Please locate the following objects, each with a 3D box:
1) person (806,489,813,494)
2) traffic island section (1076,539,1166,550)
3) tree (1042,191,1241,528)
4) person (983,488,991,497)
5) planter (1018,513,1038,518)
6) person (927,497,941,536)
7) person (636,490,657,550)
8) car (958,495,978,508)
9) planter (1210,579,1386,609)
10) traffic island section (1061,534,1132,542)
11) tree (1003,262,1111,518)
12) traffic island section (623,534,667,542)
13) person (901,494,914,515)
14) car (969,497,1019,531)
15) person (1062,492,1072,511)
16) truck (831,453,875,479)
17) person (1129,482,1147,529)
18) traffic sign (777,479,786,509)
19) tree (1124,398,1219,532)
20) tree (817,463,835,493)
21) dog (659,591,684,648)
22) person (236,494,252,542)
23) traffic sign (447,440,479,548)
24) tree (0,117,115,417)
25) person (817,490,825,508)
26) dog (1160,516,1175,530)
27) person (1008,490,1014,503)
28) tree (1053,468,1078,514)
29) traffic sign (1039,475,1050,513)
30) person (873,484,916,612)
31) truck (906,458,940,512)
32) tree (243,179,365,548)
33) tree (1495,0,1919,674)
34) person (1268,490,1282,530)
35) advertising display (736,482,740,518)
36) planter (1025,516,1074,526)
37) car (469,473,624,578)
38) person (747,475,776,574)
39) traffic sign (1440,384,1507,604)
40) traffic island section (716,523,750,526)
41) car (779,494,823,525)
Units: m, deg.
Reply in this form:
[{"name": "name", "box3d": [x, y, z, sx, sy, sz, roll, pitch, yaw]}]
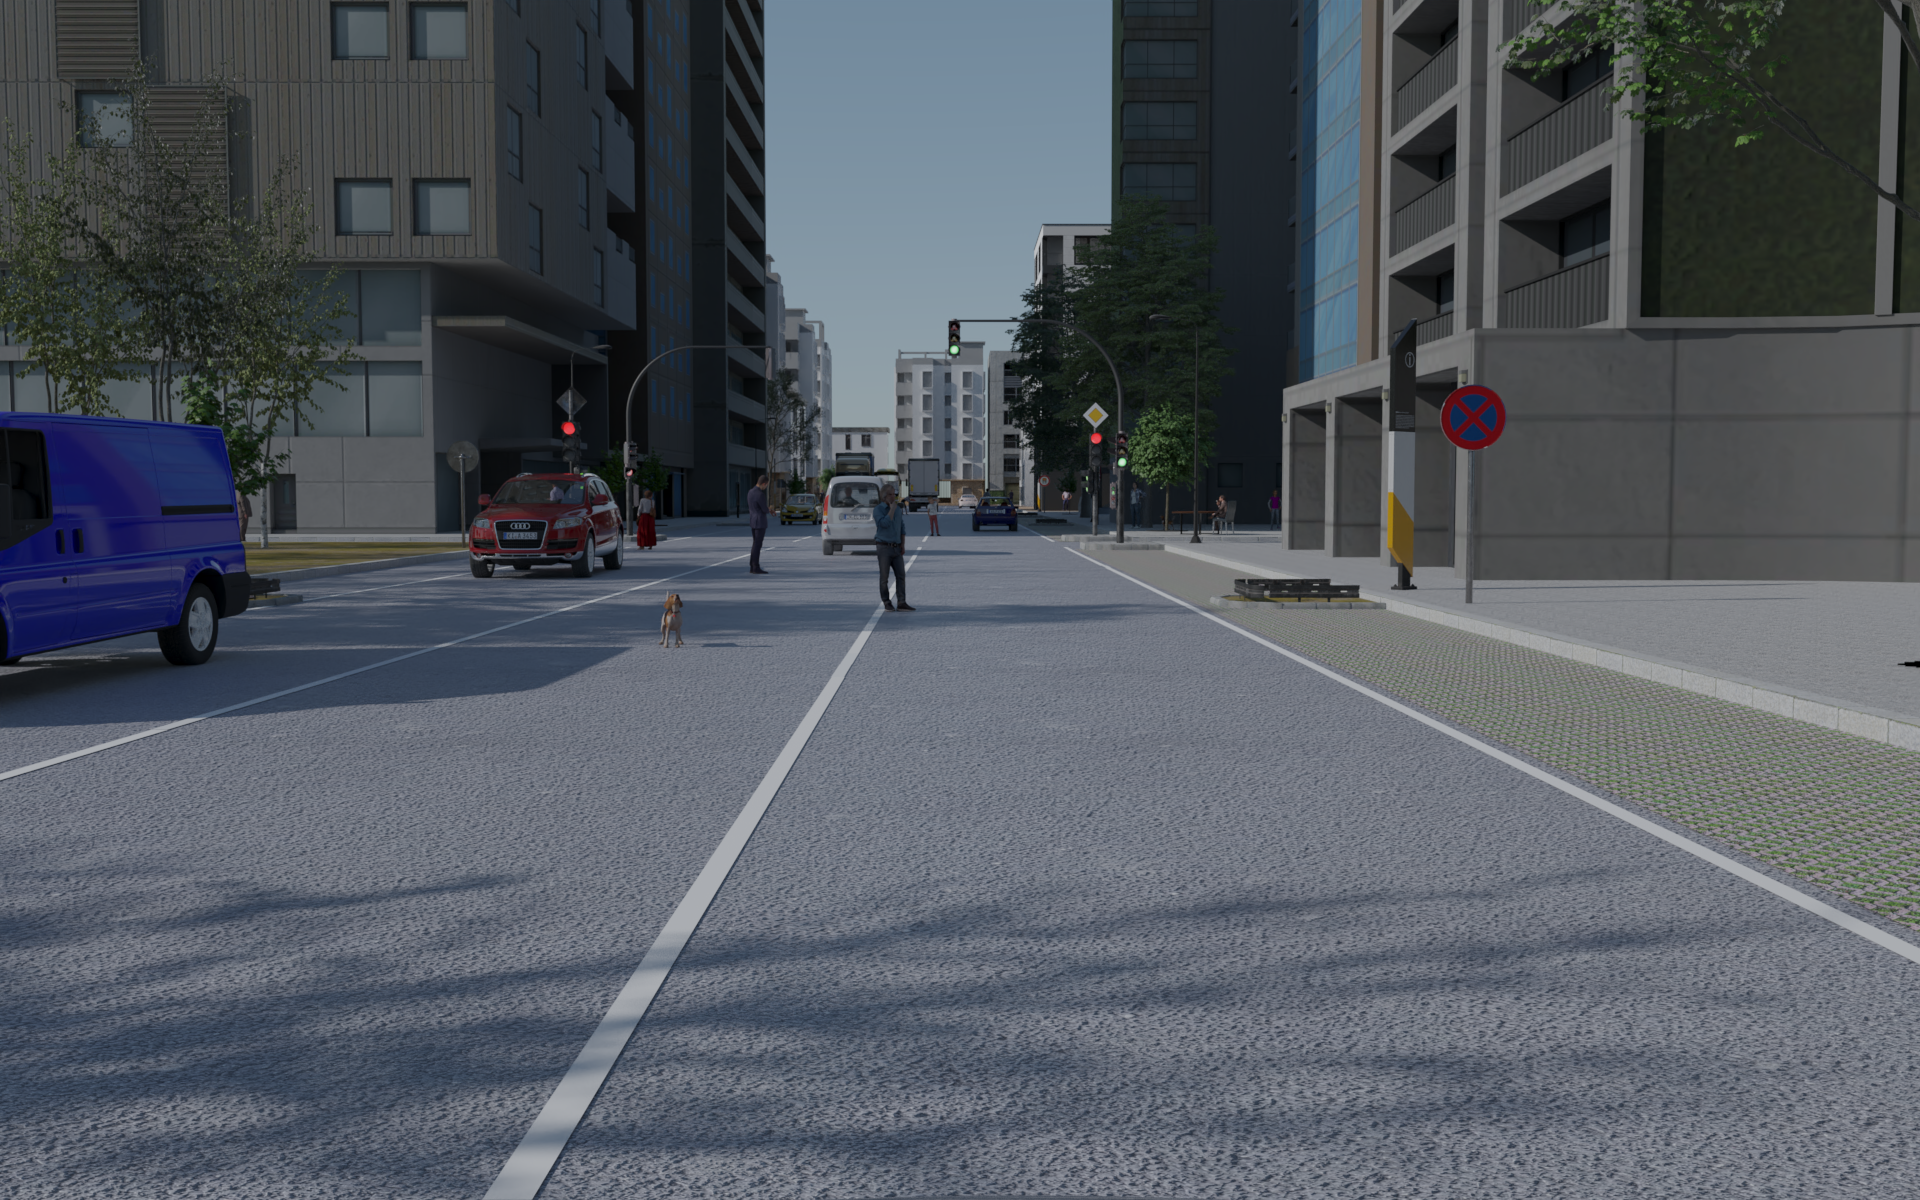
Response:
[{"name": "person", "box3d": [-12.737, -8.576, 146.939, 1.217, 1.739, 0.721, -1, 4, -15]}, {"name": "traffic island section", "box3d": [4.204, -1.409, 45.321, 2.009, 0.180, 2.903, 0, 4, 0]}, {"name": "tree", "box3d": [6.997, -9.043, 65.975, 7.486, 12.596, 7.792, 0, 3, 0]}, {"name": "person", "box3d": [1.859, -6.349, 112.459, 0.875, 1.805, 0.789, 3, 4, 37]}, {"name": "planter", "box3d": [3.995, -5.155, 105.429, 1.991, 0.319, 1.994, 0, 4, 0]}, {"name": "person", "box3d": [-0.879, -2.842, 58.879, 0.435, 1.345, 0.340, -1, 4, -9]}, {"name": "person", "box3d": [-8.086, -2.061, 44.664, 0.523, 1.526, 0.387, -1, 4, -18]}, {"name": "car", "box3d": [0.807, -9.880, 173.893, 2.083, 1.381, 4.827, 0, 4, -1]}, {"name": "planter", "box3d": [4.275, -0.075, 22.362, 1.991, 0.319, 1.994, 0, 4, 0]}, {"name": "traffic island section", "box3d": [4.177, -1.898, 53.306, 2.009, 0.180, 2.903, 0, 4, 0]}, {"name": "tree", "box3d": [6.790, -11.461, 94.035, 9.857, 13.997, 8.962, 0, 3, 0]}, {"name": "traffic island section", "box3d": [-10.165, -1.895, 53.262, 2.009, 0.180, 2.903, 0, 4, 0]}, {"name": "person", "box3d": [-3.618, -6.497, 117.922, 0.799, 1.438, 0.628, -1, 4, -19]}, {"name": "car", "box3d": [1.351, -3.382, 67.878, 1.945, 1.354, 3.894, 0, 4, 0]}, {"name": "person", "box3d": [8.074, -7.594, 131.138, 0.756, 1.711, 0.436, 1, 4, 23]}, {"name": "truck", "box3d": [-7.269, -8.001, 119.724, 2.839, 4.237, 11.283, 0, 4, -1]}, {"name": "person", "box3d": [6.527, -3.509, 64.141, 0.376, 1.734, 0.841, -2, 4, -32]}, {"name": "traffic sign", "box3d": [-12.088, -7.044, 117.292, 0.606, 2.300, 0.079, 0, 4, 7]}, {"name": "tree", "box3d": [7.168, -4.638, 59.550, 4.285, 4.588, 4.351, 0, 3, 0]}, {"name": "tree", "box3d": [-13.625, -12.307, 184.940, 4.285, 4.588, 4.351, 0, 3, 0]}, {"name": "dog", "box3d": [-2.705, 0.182, 16.314, 0.540, 0.507, 0.406, 3, 4, 37]}, {"name": "person", "box3d": [-20.664, -2.504, 50.001, 0.434, 1.755, 0.990, -2, 4, -27]}, {"name": "traffic sign", "box3d": [-11.802, -2.508, 41.119, 0.768, 2.556, 0.104, 0, 4, 0]}, {"name": "tree", "box3d": [-17.904, -5.161, 34.747, 4.737, 8.622, 4.395, 0, 3, 0]}, {"name": "person", "box3d": [-13.079, -9.548, 162.948, 0.742, 1.727, 0.445, -2, 4, -32]}, {"name": "dog", "box3d": [7.451, -2.776, 62.221, 0.540, 0.507, 0.406, 0, 4, 7]}, {"name": "person", "box3d": [5.841, -11.848, 200.211, 0.683, 1.767, 0.568, -2, 4, -28]}, {"name": "tree", "box3d": [6.976, -7.019, 109.364, 1.663, 3.219, 1.824, 0, 3, 0]}, {"name": "traffic sign", "box3d": [5.655, -7.087, 115.970, 0.768, 2.556, 0.104, 0, 4, 7]}, {"name": "person", "box3d": [-0.823, -0.635, 21.092, 0.499, 1.552, 0.429, -1, 4, -16]}, {"name": "truck", "box3d": [-3.007, -9.315, 141.213, 2.839, 4.237, 11.283, 0, 4, -2]}, {"name": "tree", "box3d": [-16.613, -5.572, 41.471, 4.737, 8.622, 4.395, 0, 3, 0]}, {"name": "tree", "box3d": [7.426, -5.295, 12.334, 9.928, 11.665, 9.643, 0, 3, 0]}, {"name": "person", "box3d": [11.227, -3.191, 61.443, 0.726, 1.435, 0.776, 0, 4, -6]}, {"name": "advertising display", "box3d": [-11.854, -5.333, 92.415, 0.123, 1.923, 0.974, -1, 4, -12]}, {"name": "planter", "box3d": [4.085, -3.495, 78.276, 1.991, 0.319, 1.994, 0, 4, 0]}, {"name": "car", "box3d": [-7.393, -1.386, 31.334, 2.281, 1.827, 5.304, 0, 4, -2]}, {"name": "person", "box3d": [-3.556, -1.362, 31.219, 0.568, 1.767, 0.683, -2, 4, -35]}, {"name": "traffic sign", "box3d": [5.973, -1.232, 20.246, 0.768, 2.556, 0.104, 0, 4, 1]}, {"name": "traffic island section", "box3d": [-9.920, -3.399, 78.434, 1.991, 0.108, 1.994, 0, 4, 0]}, {"name": "car", "box3d": [-7.418, -4.347, 81.296, 2.015, 1.641, 3.980, 0, 4, 1]}]
